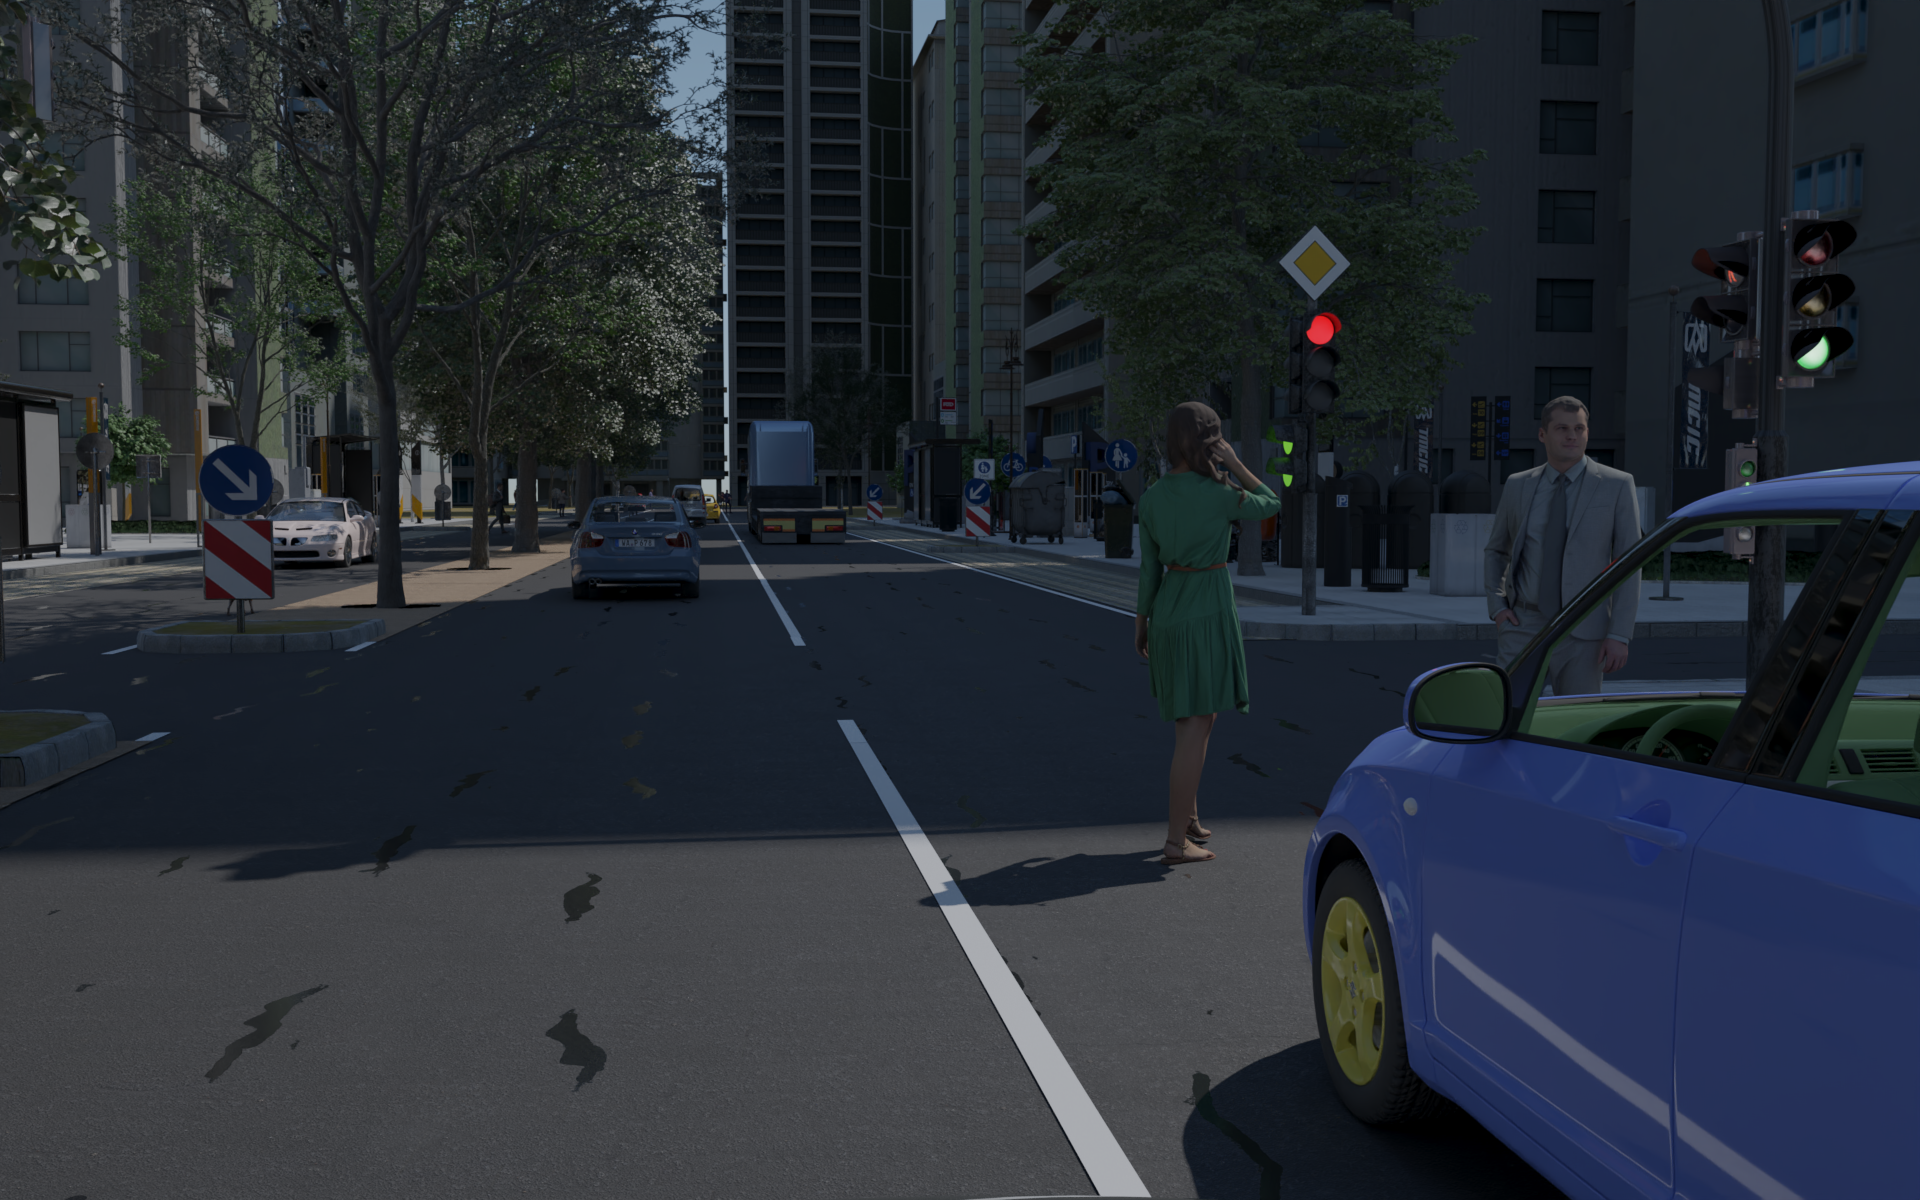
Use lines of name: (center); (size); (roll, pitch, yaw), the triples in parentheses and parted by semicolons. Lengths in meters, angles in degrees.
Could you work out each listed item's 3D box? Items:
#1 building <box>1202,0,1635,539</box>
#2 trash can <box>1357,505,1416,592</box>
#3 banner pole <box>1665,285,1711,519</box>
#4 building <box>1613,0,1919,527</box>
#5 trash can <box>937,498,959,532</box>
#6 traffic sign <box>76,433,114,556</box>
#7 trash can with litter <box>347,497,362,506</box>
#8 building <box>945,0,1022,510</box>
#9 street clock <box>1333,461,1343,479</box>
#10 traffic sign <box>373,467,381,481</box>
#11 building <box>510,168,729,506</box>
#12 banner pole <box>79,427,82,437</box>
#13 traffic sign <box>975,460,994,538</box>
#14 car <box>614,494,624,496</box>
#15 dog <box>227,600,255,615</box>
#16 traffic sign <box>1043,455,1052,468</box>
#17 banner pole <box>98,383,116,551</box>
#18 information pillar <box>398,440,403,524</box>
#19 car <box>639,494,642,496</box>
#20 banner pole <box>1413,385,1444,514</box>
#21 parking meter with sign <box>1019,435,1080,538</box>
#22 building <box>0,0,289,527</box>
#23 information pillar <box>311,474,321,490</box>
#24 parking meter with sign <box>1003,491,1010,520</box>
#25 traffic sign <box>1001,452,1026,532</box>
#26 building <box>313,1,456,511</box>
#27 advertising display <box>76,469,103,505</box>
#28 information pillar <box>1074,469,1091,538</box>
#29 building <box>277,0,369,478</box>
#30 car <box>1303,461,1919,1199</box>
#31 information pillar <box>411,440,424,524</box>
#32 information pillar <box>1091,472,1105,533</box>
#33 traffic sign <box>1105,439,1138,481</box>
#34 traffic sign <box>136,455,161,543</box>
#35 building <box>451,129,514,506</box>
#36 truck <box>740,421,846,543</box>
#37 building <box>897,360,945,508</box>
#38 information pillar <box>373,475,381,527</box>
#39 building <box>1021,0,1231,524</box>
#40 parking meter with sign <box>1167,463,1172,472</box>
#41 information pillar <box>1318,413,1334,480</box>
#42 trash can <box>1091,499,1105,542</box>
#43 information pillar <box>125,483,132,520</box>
building: (15.033, -17.380, 55.865); (14.160, 30.474, 14.107); (-1, 4, -8)
trash can: (5.595, -0.680, 22.772); (0.748, 1.137, 0.748); (0, 3, 0)
banner pole: (8.765, -1.893, 20.966); (0.863, 3.779, 0.401); (-2, 4, -25)
building: (27.625, -25.408, 39.123); (21.600, 48.544, 21.300); (-1, 4, -8)
trash can: (-0.401, -2.897, 59.022); (0.748, 1.137, 0.748); (0, 3, 0)
traffic sign: (-17.916, -2.189, 35.890); (0.768, 2.556, 0.104); (0, 4, -4)
trash can with litter: (-22.598, -3.286, 65.115); (1.055, 1.170, 0.624); (-3, 5, -43)
building: (5.707, -26.932, 123.938); (14.154, 41.232, 14.086); (-1, 4, -8)
street clock: (7.988, -2.004, 37.336); (0.358, 2.002, 0.471); (-3, 5, -42)
traffic sign: (-23.275, -4.281, 69.993); (0.884, 2.594, 0.081); (0, 4, -1)
building: (-38.551, -30.882, 196.798); (23.993, 40.220, 32.217); (-1, 4, -8)
banner pole: (-32.981, -4.596, 65.157); (0.401, 3.779, 0.863); (-1, 4, -21)
traffic sign: (0.706, -2.970, 50.690); (0.606, 2.300, 0.079); (0, 4, -5)
car: (-25.591, -7.427, 131.221); (2.009, 1.686, 4.222); (-1, 4, -9)
dog: (-8.549, -0.079, 20.579); (0.406, 0.507, 0.540); (-3, 5, -41)
traffic sign: (2.601, -3.431, 56.207); (0.768, 2.556, 0.104); (0, 4, -7)
banner pole: (-19.424, -3.020, 39.387); (0.401, 3.779, 0.863); (-1, 4, -14)
information pillar: (-24.355, -5.135, 75.306); (0.183, 3.616, 0.504); (0, 4, -1)
car: (-29.360, -8.997, 156.138); (2.155, 1.783, 4.494); (0, 4, -7)
banner pole: (10.816, -3.049, 39.863); (0.863, 3.779, 0.401); (2, 4, 34)
parking meter with sign: (2.611, -3.347, 50.988); (1.738, 3.016, 0.543); (-1, 4, -16)
building: (-37.171, -23.729, 71.561); (14.154, 41.232, 14.086); (-1, 4, -8)
information pillar: (-23.669, -3.631, 63.853); (0.304, 2.012, 0.304); (2, 4, 33)
parking meter with sign: (2.223, -5.395, 84.469); (1.738, 3.016, 0.543); (0, 4, 0)
traffic sign: (1.623, -3.237, 53.024); (0.768, 2.556, 0.104); (0, 4, -4)
building: (-55.562, -33.635, 139.166); (27.495, 52.752, 28.713); (-1, 4, -8)
advertising display: (-22.785, -2.458, 45.396); (0.974, 1.923, 0.123); (2, 4, 30)
information pillar: (3.510, -2.802, 50.307); (0.304, 2.012, 0.304); (3, 4, 36)
building: (-47.705, -48.194, 100.642); (22.319, 86.520, 31.000); (-1, 4, -8)
car: (1.840, 0.406, 2.959); (1.945, 1.707, 3.694); (0, 4, -7)
information pillar: (-23.528, -5.118, 75.035); (0.504, 3.616, 0.183); (1, 4, 18)
information pillar: (4.536, -3.250, 57.635); (0.304, 2.012, 0.304); (3, 5, 43)
traffic sign: (3.728, -2.451, 40.183); (0.768, 2.556, 0.104); (0, 4, -5)
traffic sign: (-21.084, -2.624, 45.030); (0.606, 2.300, 0.079); (0, 4, -8)
building: (-60.218, -34.455, 187.037); (21.600, 48.544, 21.300); (-1, 4, -8)
truck: (-5.749, -4.183, 58.154); (2.967, 4.110, 18.799); (0, 4, -8)
building: (7.305, -50.974, 146.100); (22.319, 86.520, 31.000); (-1, 4, -8)
information pillar: (-22.367, -3.805, 66.706); (0.304, 2.012, 0.304); (-3, 5, -39)
building: (15.357, -28.170, 84.281); (21.300, 48.544, 21.600); (-1, 4, -8)
parking meter with sign: (5.355, -2.851, 42.879); (0.543, 3.016, 1.738); (0, 4, -5)
information pillar: (7.311, -2.645, 34.599); (0.183, 3.616, 0.504); (-1, 4, -17)
trash can: (3.933, -2.162, 47.008); (0.748, 1.137, 0.748); (0, 3, 0)
information pillar: (-30.262, -4.374, 62.865); (0.504, 3.616, 0.183); (3, 4, 39)
